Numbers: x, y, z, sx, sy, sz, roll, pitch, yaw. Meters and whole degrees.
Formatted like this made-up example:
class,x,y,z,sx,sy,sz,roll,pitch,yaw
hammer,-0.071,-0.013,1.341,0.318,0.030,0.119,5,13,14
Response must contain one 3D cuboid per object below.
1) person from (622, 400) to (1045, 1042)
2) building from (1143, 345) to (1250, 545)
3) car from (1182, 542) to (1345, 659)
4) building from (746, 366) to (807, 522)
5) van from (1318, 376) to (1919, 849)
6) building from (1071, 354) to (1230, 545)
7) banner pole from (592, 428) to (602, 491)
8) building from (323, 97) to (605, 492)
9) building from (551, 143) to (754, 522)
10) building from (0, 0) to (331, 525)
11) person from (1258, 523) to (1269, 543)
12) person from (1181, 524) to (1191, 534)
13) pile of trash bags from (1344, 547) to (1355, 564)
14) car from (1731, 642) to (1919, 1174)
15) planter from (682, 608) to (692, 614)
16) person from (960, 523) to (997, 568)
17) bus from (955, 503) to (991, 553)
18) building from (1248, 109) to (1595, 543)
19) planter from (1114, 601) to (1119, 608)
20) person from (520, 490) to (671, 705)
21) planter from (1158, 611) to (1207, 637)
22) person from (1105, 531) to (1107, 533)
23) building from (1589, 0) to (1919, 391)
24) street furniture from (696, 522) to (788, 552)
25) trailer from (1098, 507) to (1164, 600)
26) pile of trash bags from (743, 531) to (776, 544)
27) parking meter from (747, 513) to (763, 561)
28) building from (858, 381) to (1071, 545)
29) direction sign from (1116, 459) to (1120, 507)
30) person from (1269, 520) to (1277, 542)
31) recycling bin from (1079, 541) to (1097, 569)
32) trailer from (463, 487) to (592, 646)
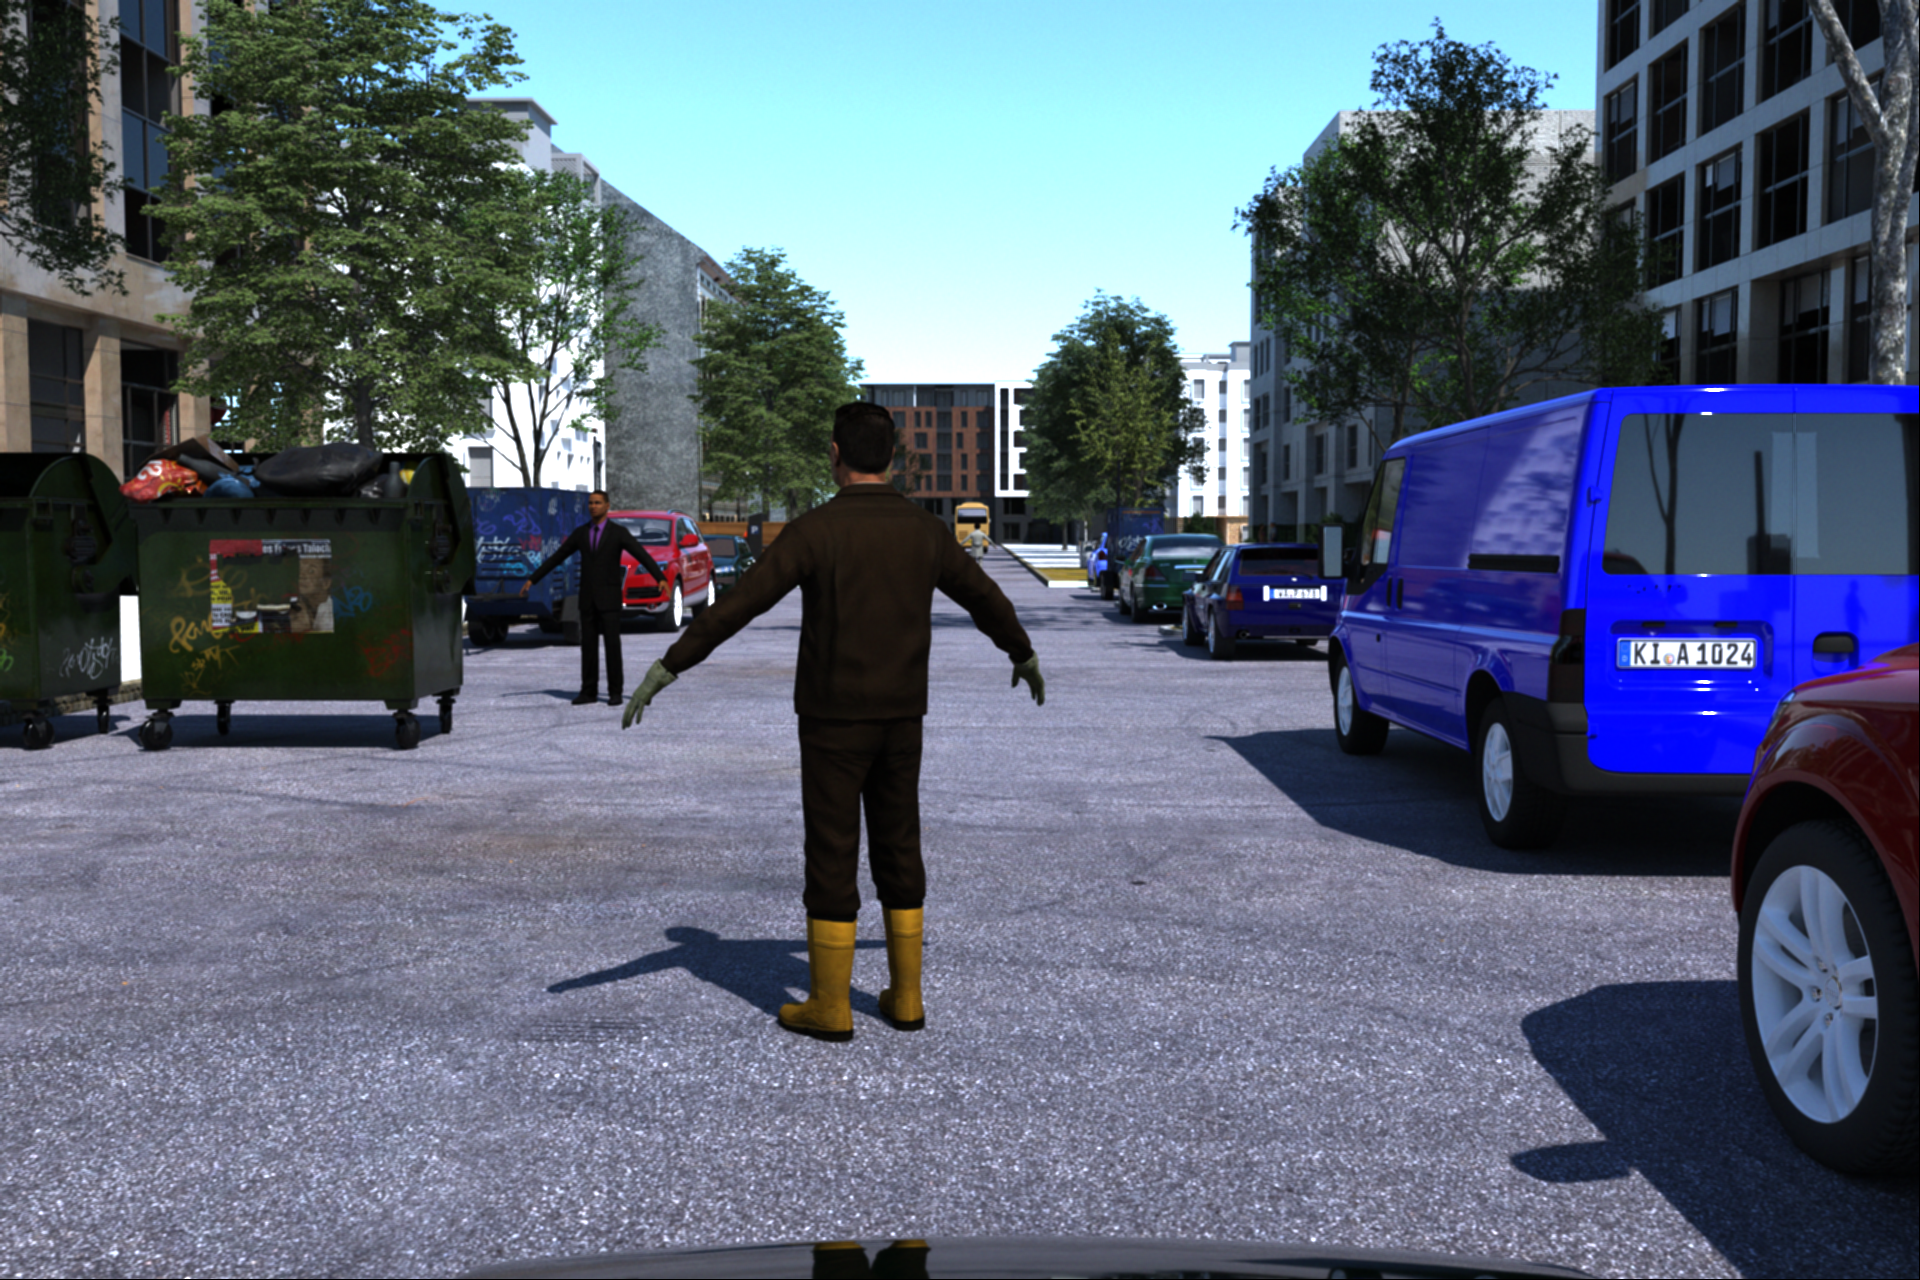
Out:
class,x,y,z,sx,sy,sz,roll,pitch,yaw
person,-0.295,0.220,4.999,1.346,1.812,0.704,-2,4,-29
building,24.185,-19.881,181.468,16.016,20.090,11.380,0,4,0
car,3.738,-0.523,21.126,1.945,1.354,3.894,0,4,0
building,-25.574,-21.035,174.857,19.493,23.208,18.063,0,4,2
van,3.398,-0.314,9.515,2.240,2.365,5.245,0,4,1
building,27.482,-22.547,212.618,27.936,21.610,32.646,0,4,1
banner pole,-8.579,-3.121,41.038,0.401,3.779,0.863,0,4,2
building,-23.573,-13.464,76.562,16.016,20.090,11.380,0,4,2
building,-23.126,-16.608,102.476,19.493,23.208,18.063,0,4,1
building,-31.644,-16.631,38.140,22.709,31.103,35.509,0,4,0
person,12.870,-4.070,73.344,0.721,1.733,1.217,2,4,26
person,10.869,-4.658,82.291,1.348,1.813,0.705,-2,4,-23
pile of trash bags,7.732,-1.303,31.057,1.912,1.369,3.447,0,4,1
car,2.941,0.390,2.292,2.281,1.827,5.304,0,4,0
planter,-5.681,-0.669,32.071,1.991,0.319,1.994,0,4,2
person,0.566,-2.984,57.439,1.347,1.806,0.705,0,4,-7
bus,0.972,-8.753,134.656,2.896,3.916,12.252,0,4,1
building,24.309,-13.119,80.947,16.747,18.905,31.486,0,4,1
planter,4.066,-0.800,34.226,1.991,0.319,1.994,0,4,2
person,-3.041,-0.361,14.578,1.346,1.802,0.704,1,4,12
planter,3.888,-0.231,24.910,1.991,0.319,1.994,0,4,0
person,6.462,-4.035,75.239,0.599,1.433,0.991,3,4,36
building,29.865,-14.416,38.898,19.351,26.588,34.151,0,4,1
street furniture,-8.659,-3.494,63.985,11.010,1.723,9.812,1,4,20
trailer,3.809,-1.923,38.491,1.471,1.999,3.904,0,4,0
pile of trash bags,-5.844,-2.476,50.236,1.912,1.369,3.447,0,4,1
parking meter,-5.588,-2.535,47.159,0.399,1.863,0.255,0,4,1
building,2.672,-24.305,243.821,32.646,21.610,27.936,0,4,1
direction sign,4.843,-3.731,52.996,0.379,3.537,0.876,0,4,0
person,12.422,-3.853,68.846,0.705,1.847,1.347,1,4,12
recycling bin,4.840,-3.188,64.679,0.722,1.027,0.722,0,3,0
trailer,-5.545,-0.901,21.785,1.471,1.999,3.904,0,4,1
